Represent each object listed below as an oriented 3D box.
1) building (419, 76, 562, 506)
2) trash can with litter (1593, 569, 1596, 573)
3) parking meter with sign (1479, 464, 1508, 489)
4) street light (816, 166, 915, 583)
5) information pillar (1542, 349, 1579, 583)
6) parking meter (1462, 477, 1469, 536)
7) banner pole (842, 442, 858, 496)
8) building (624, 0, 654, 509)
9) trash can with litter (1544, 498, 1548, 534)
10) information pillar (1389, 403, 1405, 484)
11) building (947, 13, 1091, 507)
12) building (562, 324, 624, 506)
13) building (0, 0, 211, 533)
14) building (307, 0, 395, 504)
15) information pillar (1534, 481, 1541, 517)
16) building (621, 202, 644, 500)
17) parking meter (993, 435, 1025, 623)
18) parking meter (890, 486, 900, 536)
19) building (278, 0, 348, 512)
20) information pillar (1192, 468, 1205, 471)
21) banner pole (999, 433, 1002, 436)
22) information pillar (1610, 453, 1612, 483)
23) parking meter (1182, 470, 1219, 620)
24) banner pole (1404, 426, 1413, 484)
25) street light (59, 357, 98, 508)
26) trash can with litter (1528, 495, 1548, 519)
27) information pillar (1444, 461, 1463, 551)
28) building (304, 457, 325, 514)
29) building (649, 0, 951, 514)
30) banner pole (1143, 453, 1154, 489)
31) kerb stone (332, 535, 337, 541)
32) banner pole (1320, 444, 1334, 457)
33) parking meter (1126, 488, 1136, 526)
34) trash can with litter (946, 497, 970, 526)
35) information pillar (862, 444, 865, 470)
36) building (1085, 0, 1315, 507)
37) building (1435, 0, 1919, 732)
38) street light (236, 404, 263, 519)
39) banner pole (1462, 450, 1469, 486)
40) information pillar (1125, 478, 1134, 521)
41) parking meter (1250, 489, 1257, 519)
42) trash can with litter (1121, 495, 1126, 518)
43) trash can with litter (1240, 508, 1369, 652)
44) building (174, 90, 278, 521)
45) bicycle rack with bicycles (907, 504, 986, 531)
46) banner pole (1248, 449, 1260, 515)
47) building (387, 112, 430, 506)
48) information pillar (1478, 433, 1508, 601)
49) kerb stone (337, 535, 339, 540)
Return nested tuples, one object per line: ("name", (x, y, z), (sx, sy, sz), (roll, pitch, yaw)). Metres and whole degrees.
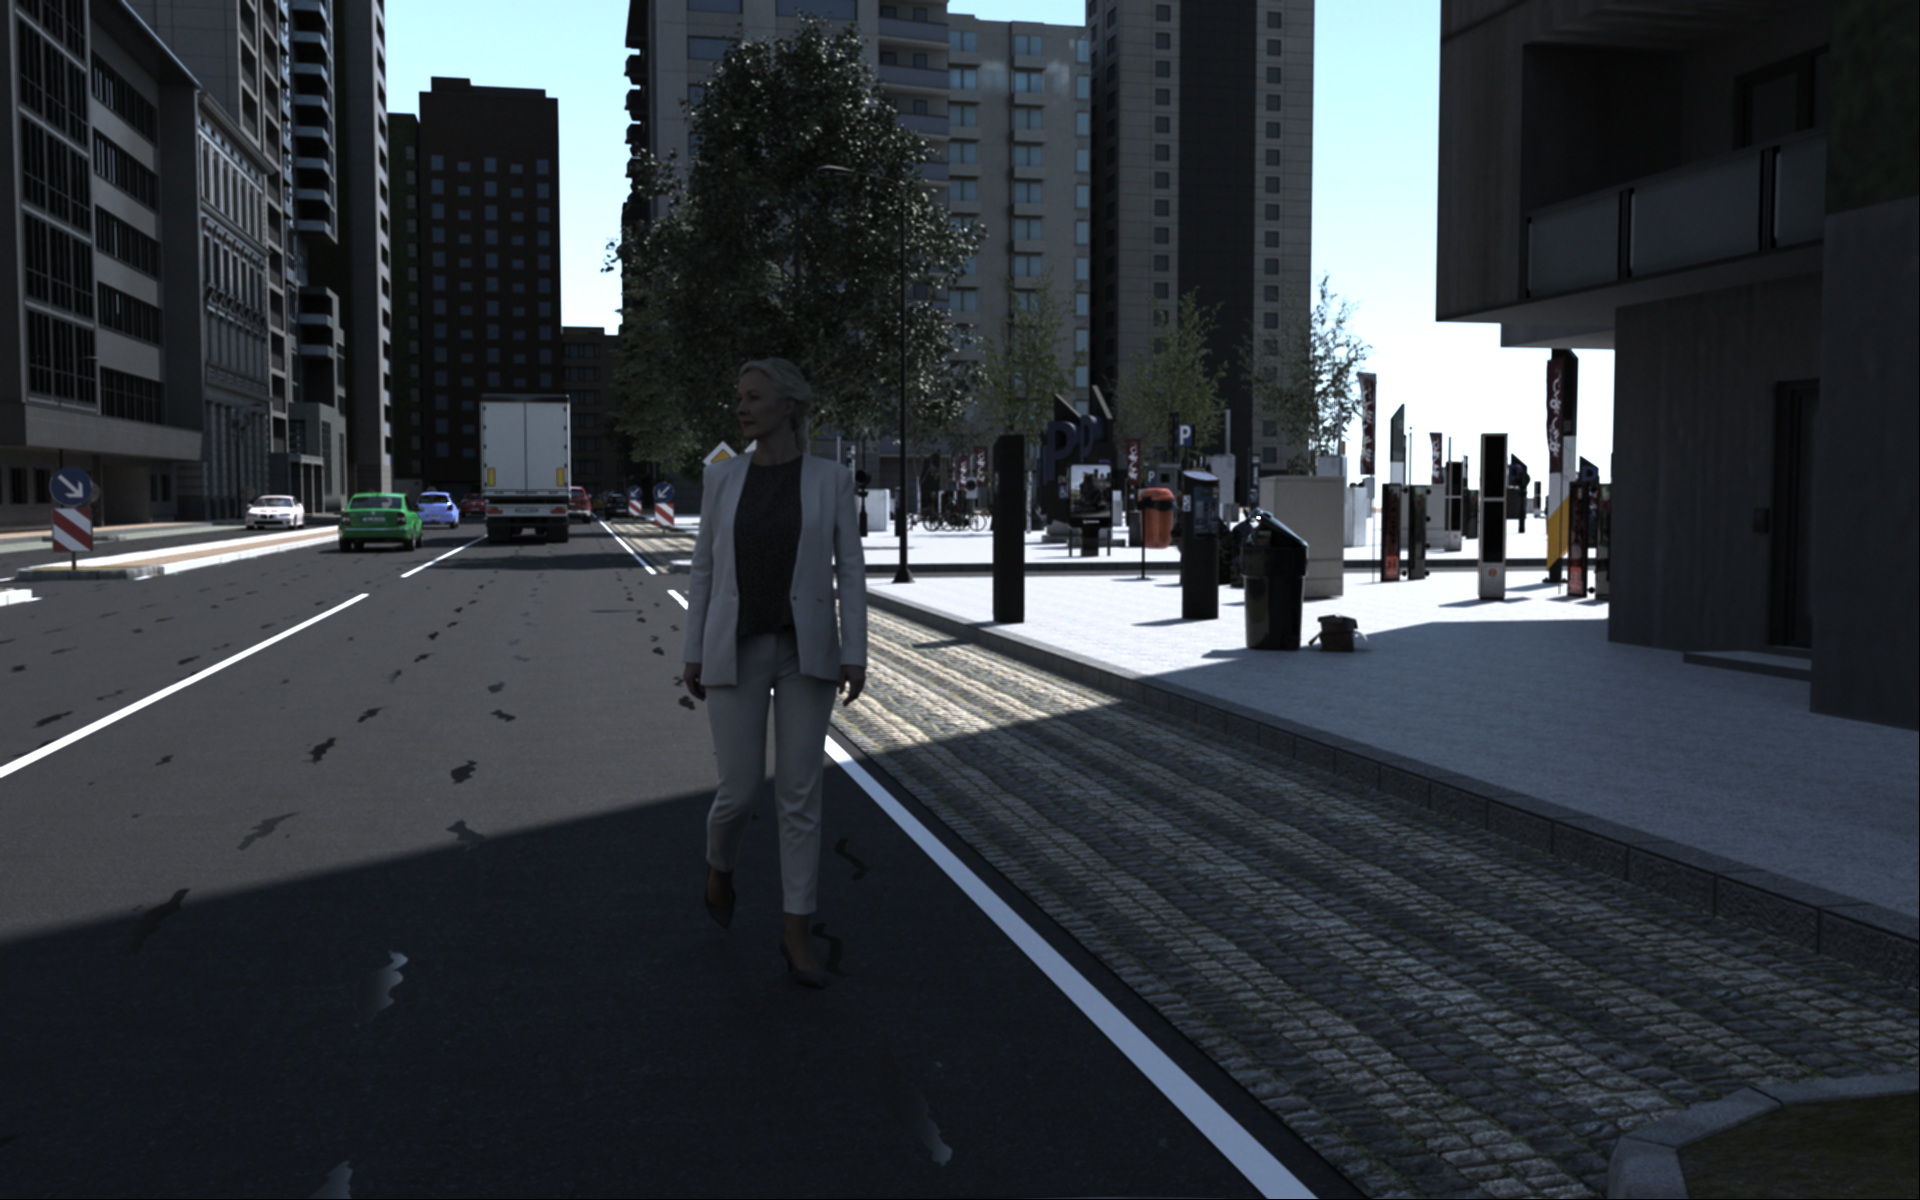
("building", (-51.119, -33.047, 190.432), (14.200, 45.320, 14.600), (-1, 4, -13))
("trash can with litter", (10.276, -0.918, 26.397), (1.055, 1.170, 0.624), (0, 4, 0))
("parking meter with sign", (24.919, -5.232, 81.798), (1.738, 3.016, 0.543), (2, 4, 34))
("street light", (-1.348, -3.197, 24.813), (1.470, 5.913, 1.316), (-1, 4, -13))
("information pillar", (8.645, -2.050, 24.875), (0.183, 3.616, 0.504), (-1, 4, -23))
("parking meter", (15.281, -2.883, 52.848), (0.255, 1.863, 0.399), (-3, 4, -36))
("banner pole", (-5.347, -5.660, 82.551), (0.863, 3.779, 0.401), (-1, 4, -9))
("building", (-18.149, -30.507, 153.416), (22.147, 44.769, 28.867), (-1, 4, -13))
("trash can with litter", (19.203, -2.683, 55.250), (1.055, 1.170, 0.624), (2, 4, 33))
("information pillar", (11.253, -3.256, 44.588), (0.504, 3.616, 0.183), (-3, 4, -37))
("building", (-1.921, -34.009, 175.655), (30.456, 49.044, 23.786), (-1, 4, -13))
("building", (-31.759, -21.913, 203.313), (28.899, 21.520, 27.650), (-1, 4, -13))
("building", (-38.984, -15.055, 65.215), (14.314, 24.678, 30.058), (-1, 4, -13))
("building", (-68.434, -37.899, 161.650), (28.212, 58.520, 21.231), (-1, 4, -13))
("information pillar", (32.344, -5.658, 97.005), (0.304, 2.012, 0.304), (0, 4, -3))
("building", (-26.944, -24.645, 174.642), (14.160, 30.474, 14.107), (-1, 4, -13))
("parking meter", (0.487, -0.711, 17.342), (0.255, 1.863, 0.399), (-1, 4, -11))
("parking meter", (-1.793, -2.698, 52.516), (0.372, 1.533, 0.369), (0, 3, 0))
("building", (-59.307, -50.128, 132.265), (22.319, 86.520, 31.000), (-1, 4, -13))
("information pillar", (6.816, -2.761, 49.626), (0.304, 2.012, 0.304), (0, 4, -6))
("banner pole", (1.635, -4.991, 71.621), (0.401, 3.779, 0.863), (0, 4, -4))
("information pillar", (31.328, -5.597, 82.868), (0.183, 3.616, 0.504), (-2, 4, -25))
("parking meter", (2.478, -0.576, 17.832), (0.372, 1.533, 0.369), (0, 3, 0))
("banner pole", (16.475, -4.539, 64.229), (0.863, 3.779, 0.401), (3, 5, 40))
("street light", (-29.901, -5.270, 58.708), (1.470, 5.913, 1.316), (-1, 4, -13))
("trash can with litter", (30.846, -4.894, 91.070), (1.678, 1.210, 2.233), (-2, 4, -29))
("information pillar", (11.066, -2.100, 38.830), (0.304, 2.012, 0.304), (0, 4, -6))
("building", (-51.819, -40.964, 108.011), (20.563, 71.187, 20.611), (-1, 4, -13))
("building", (-11.756, -35.662, 125.080), (21.231, 58.520, 28.212), (-1, 4, -13))
("banner pole", (11.615, -7.101, 106.122), (0.863, 3.779, 0.401), (1, 4, 21))
("kerb stone", (-19.051, -1.845, 52.353), (0.120, 0.150, 1.000), (-1, 4, -13))
("banner pole", (18.425, -5.923, 86.857), (0.863, 3.779, 0.401), (0, 4, 5))
("parking meter", (6.771, -3.685, 68.655), (0.372, 1.533, 0.369), (0, 3, 0))
("trash can with litter", (-0.034, -3.608, 70.374), (1.055, 1.170, 0.624), (2, 4, 31))
("information pillar", (-3.751, -4.650, 67.377), (0.183, 3.616, 0.504), (0, 4, -5))
("building", (23.428, -45.506, 182.278), (20.611, 71.187, 20.563), (-1, 4, -13))
("building", (11.470, -20.092, 12.093), (14.154, 41.232, 14.086), (-1, 4, -13))
("street light", (-36.558, -7.129, 89.099), (1.470, 5.913, 1.316), (-1, 4, -13))
("banner pole", (28.819, -6.658, 98.880), (0.401, 3.779, 0.863), (-1, 4, -8))
("information pillar", (7.843, -4.619, 80.020), (0.304, 2.012, 0.304), (2, 4, 30))
("parking meter", (15.314, -5.011, 90.346), (0.372, 1.533, 0.369), (0, 3, 0))
("trash can with litter", (9.270, -5.029, 93.283), (2.233, 1.210, 1.678), (1, 4, 9))
("trash can with litter", (2.845, -0.180, 14.332), (1.055, 1.170, 0.624), (1, 4, 14))
("building", (-42.856, -15.987, 90.272), (11.050, 23.489, 19.941), (-1, 4, -13))
("bicycle rack with bicycles", (-0.436, -2.872, 60.332), (2.925, 0.926, 2.852), (1, 4, 22))
("banner pole", (16.069, -6.423, 95.029), (0.863, 3.779, 0.401), (0, 4, 2))
("building", (-65.243, -30.843, 187.872), (14.086, 41.232, 14.154), (-1, 4, -13))
("information pillar", (6.448, -1.008, 20.968), (0.304, 2.012, 0.304), (1, 4, 13))
("kerb stone", (-19.267, -1.905, 53.355), (0.120, 0.150, 1.000), (-1, 4, -13))
